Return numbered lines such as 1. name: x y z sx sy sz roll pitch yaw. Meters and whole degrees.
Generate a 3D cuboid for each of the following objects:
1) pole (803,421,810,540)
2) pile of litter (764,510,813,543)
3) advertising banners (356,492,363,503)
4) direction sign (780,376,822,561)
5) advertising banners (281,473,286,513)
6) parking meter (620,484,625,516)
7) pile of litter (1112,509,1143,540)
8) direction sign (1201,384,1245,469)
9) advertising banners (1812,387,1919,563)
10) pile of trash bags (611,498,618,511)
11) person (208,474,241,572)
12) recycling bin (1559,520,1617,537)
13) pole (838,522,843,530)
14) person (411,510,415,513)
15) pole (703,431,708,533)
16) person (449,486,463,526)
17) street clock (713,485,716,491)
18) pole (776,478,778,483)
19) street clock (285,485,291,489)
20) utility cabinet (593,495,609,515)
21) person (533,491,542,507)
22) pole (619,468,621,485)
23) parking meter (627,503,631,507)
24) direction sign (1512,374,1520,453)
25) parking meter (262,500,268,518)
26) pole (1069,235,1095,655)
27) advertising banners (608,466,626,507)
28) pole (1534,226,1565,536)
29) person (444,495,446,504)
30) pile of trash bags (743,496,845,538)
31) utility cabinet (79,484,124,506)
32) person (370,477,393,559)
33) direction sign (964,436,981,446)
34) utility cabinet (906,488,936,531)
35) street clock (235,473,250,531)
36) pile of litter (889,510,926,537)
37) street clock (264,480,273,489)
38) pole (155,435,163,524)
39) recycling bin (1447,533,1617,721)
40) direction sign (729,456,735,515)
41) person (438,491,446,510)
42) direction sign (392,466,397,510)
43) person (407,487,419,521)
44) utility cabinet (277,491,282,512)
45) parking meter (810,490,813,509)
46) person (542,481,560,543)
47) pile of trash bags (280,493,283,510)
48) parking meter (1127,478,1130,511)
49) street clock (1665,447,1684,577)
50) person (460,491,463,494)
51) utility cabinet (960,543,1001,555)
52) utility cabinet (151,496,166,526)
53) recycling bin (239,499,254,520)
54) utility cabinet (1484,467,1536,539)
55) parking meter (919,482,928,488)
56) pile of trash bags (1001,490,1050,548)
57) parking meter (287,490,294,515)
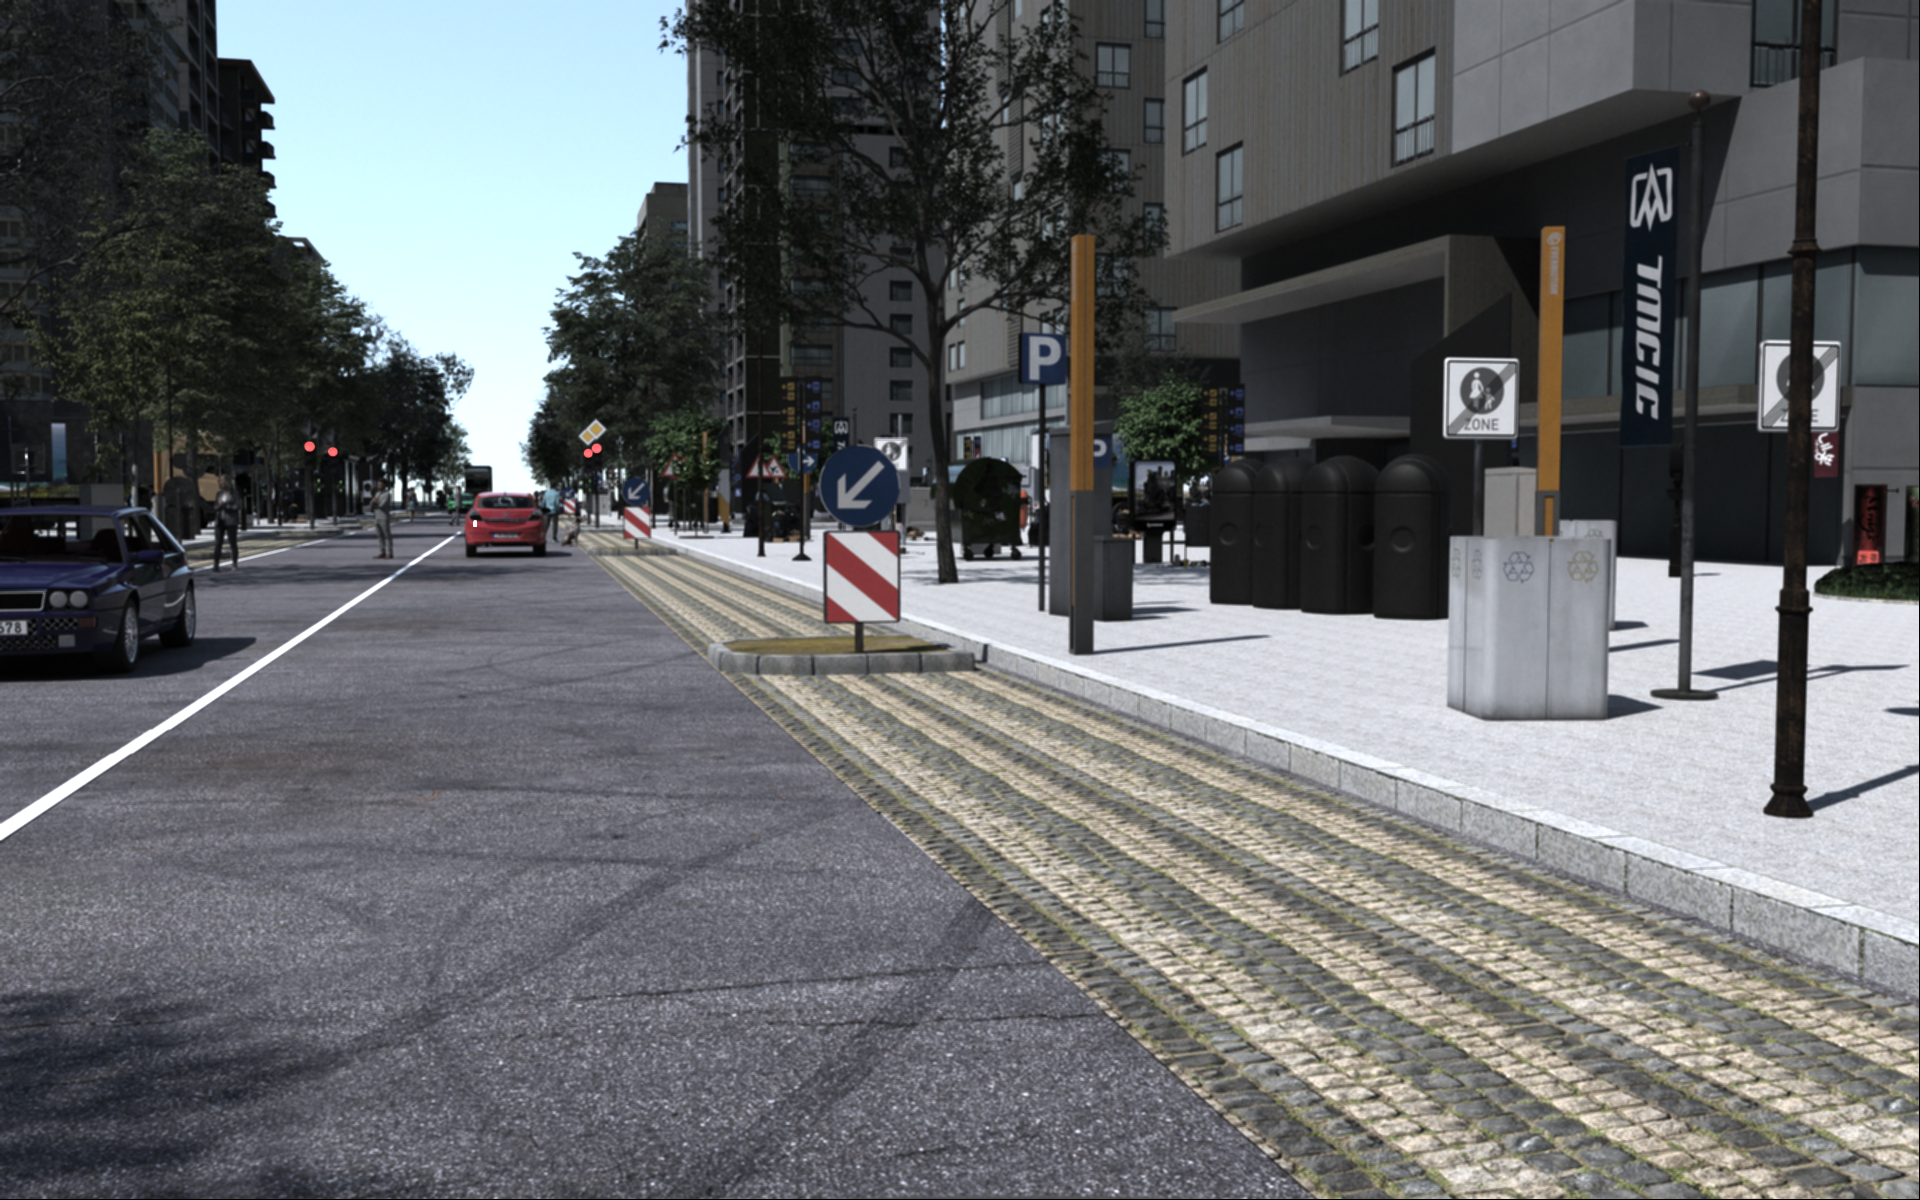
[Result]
1. pole: -4.280 -3.324 48.195 0.158 3.312 0.155 0 3 0
2. pile of litter: -4.609 -1.984 46.410 1.719 0.858 1.176 -3 5 -40
3. advertising banners: -40.370 -7.197 113.863 2.074 3.025 0.090 -1 4 -11
4. direction sign: -3.057 -2.530 33.358 0.876 3.537 0.379 1 4 22
5. advertising banners: -44.226 -7.155 113.172 0.090 3.025 2.074 -1 4 -14
6. parking meter: -19.877 -5.878 101.815 0.255 1.863 0.399 1 4 14
7. pile of litter: 4.645 -2.128 48.761 1.719 0.858 1.176 1 4 19
8. direction sign: 5.402 -2.669 35.632 0.876 3.537 0.379 0 4 -1
9. advertising banners: 14.693 -1.938 27.874 2.074 3.025 0.090 3 5 45
10. pile of trash bags: -26.668 -7.334 129.656 1.912 1.369 3.447 2 4 32
11. person: -13.574 -1.429 32.048 0.537 1.800 0.526 1 4 16
12. recycling bin: 5.869 -0.247 16.589 0.722 1.027 0.722 1 4 16
13. pole: -4.292 -4.175 62.097 0.158 3.312 0.155 0 3 0
14. person: -40.993 -7.411 129.773 0.635 1.810 0.391 2 4 31
15. pole: -8.301 -3.831 56.486 0.158 3.312 0.155 0 3 0
16. person: -22.620 -4.250 78.111 0.853 1.813 0.709 -3 4 -36
17. street clock: -20.394 -8.572 144.725 0.471 2.002 0.358 -2 4 -29
18. pole: -10.798 -6.626 102.184 0.158 3.312 0.155 0 3 0
19. street clock: -51.907 -7.908 133.870 0.358 2.002 0.471 0 4 4
20. utility cabinet: -21.798 -5.759 105.329 1.020 1.237 0.306 0 4 3
21. person: -37.735 -8.886 154.503 1.217 1.735 0.721 0 4 5
22. pole: -23.835 -7.790 121.217 0.158 3.312 0.155 0 3 0
23. parking meter: -21.926 -6.522 115.042 0.372 1.533 0.369 0 3 0
24. direction sign: 10.362 -2.511 33.053 0.379 3.537 0.876 -1 4 -19
25. parking meter: -38.633 -5.532 96.165 0.399 1.863 0.255 1 4 13
26. pole: 0.971 -1.219 13.779 0.158 3.312 0.155 0 3 0
27. advertising banners: -21.096 -6.862 108.377 2.074 3.025 0.090 0 4 4
28. pole: 4.535 -1.193 13.342 0.158 3.312 0.155 0 3 0
29. person: -47.756 -9.073 160.071 0.599 1.433 0.991 0 4 -2
30. pile of trash bags: -4.879 -2.568 51.737 3.447 1.369 1.912 0 4 6
31. utility cabinet: -19.308 -1.853 38.973 0.318 1.500 1.173 1 4 8
32. person: -12.866 -1.820 38.445 0.511 1.800 0.466 2 4 24
33. direction sign: 0.485 -4.661 68.209 0.876 3.537 0.379 3 5 42
34. utility cabinet: -1.319 -3.069 58.853 1.173 1.500 0.318 -1 4 -23
35. street clock: -24.944 -3.406 60.261 0.471 2.002 0.358 -1 4 -23
36. pile of litter: -1.571 -2.319 51.886 1.176 0.858 1.719 1 4 23
37. street clock: -36.289 -5.290 91.066 0.471 2.002 0.358 1 4 16
38. pole: -27.697 -4.039 59.881 0.158 3.312 0.155 0 3 0
39. recycling bin: 3.313 0.148 10.130 0.722 1.027 0.722 0 4 -2
40. direction sign: -13.711 -6.832 103.704 0.379 3.537 0.876 -3 4 -37
41. person: -47.172 -9.085 157.589 0.434 1.755 0.990 2 4 29
42. direction sign: -46.318 -9.153 141.652 0.379 3.537 0.876 0 4 -4
43. person: -28.762 -5.040 90.990 0.616 1.811 0.778 -1 4 -20
44. utility cabinet: -53.334 -7.781 135.892 1.173 1.500 0.318 -2 4 -34
45. parking meter: -9.785 -6.520 115.020 0.372 1.533 0.369 0 3 0
46. person: -12.121 -2.612 51.228 0.660 1.820 0.620 1 4 18
47. pile of trash bags: -49.461 -7.116 126.092 1.912 1.369 3.447 -1 4 -17
48. parking meter: 5.373 -2.920 53.451 0.255 1.863 0.399 -2 4 -32
49. street clock: 11.063 -1.354 26.716 0.358 2.002 0.471 2 4 27
50. person: -39.374 -7.820 136.454 0.694 1.812 0.767 -3 4 -38
51. utility cabinet: 0.448 -1.552 36.544 0.306 1.237 1.020 3 5 42
52. utility cabinet: -28.583 -3.083 61.571 1.020 1.237 0.306 3 5 40
53. recycling bin: -35.244 -4.445 85.231 0.722 1.027 0.722 -3 5 -40
54. utility cabinet: 4.692 -0.361 14.578 0.318 1.500 1.173 0 4 5
55. parking meter: -1.826 -4.922 86.178 0.399 1.863 0.255 2 4 32
56. pile of trash bags: 1.616 -2.024 42.839 1.912 1.369 3.447 0 4 6
57. parking meter: -37.953 -5.490 98.166 0.372 1.533 0.369 0 3 0
